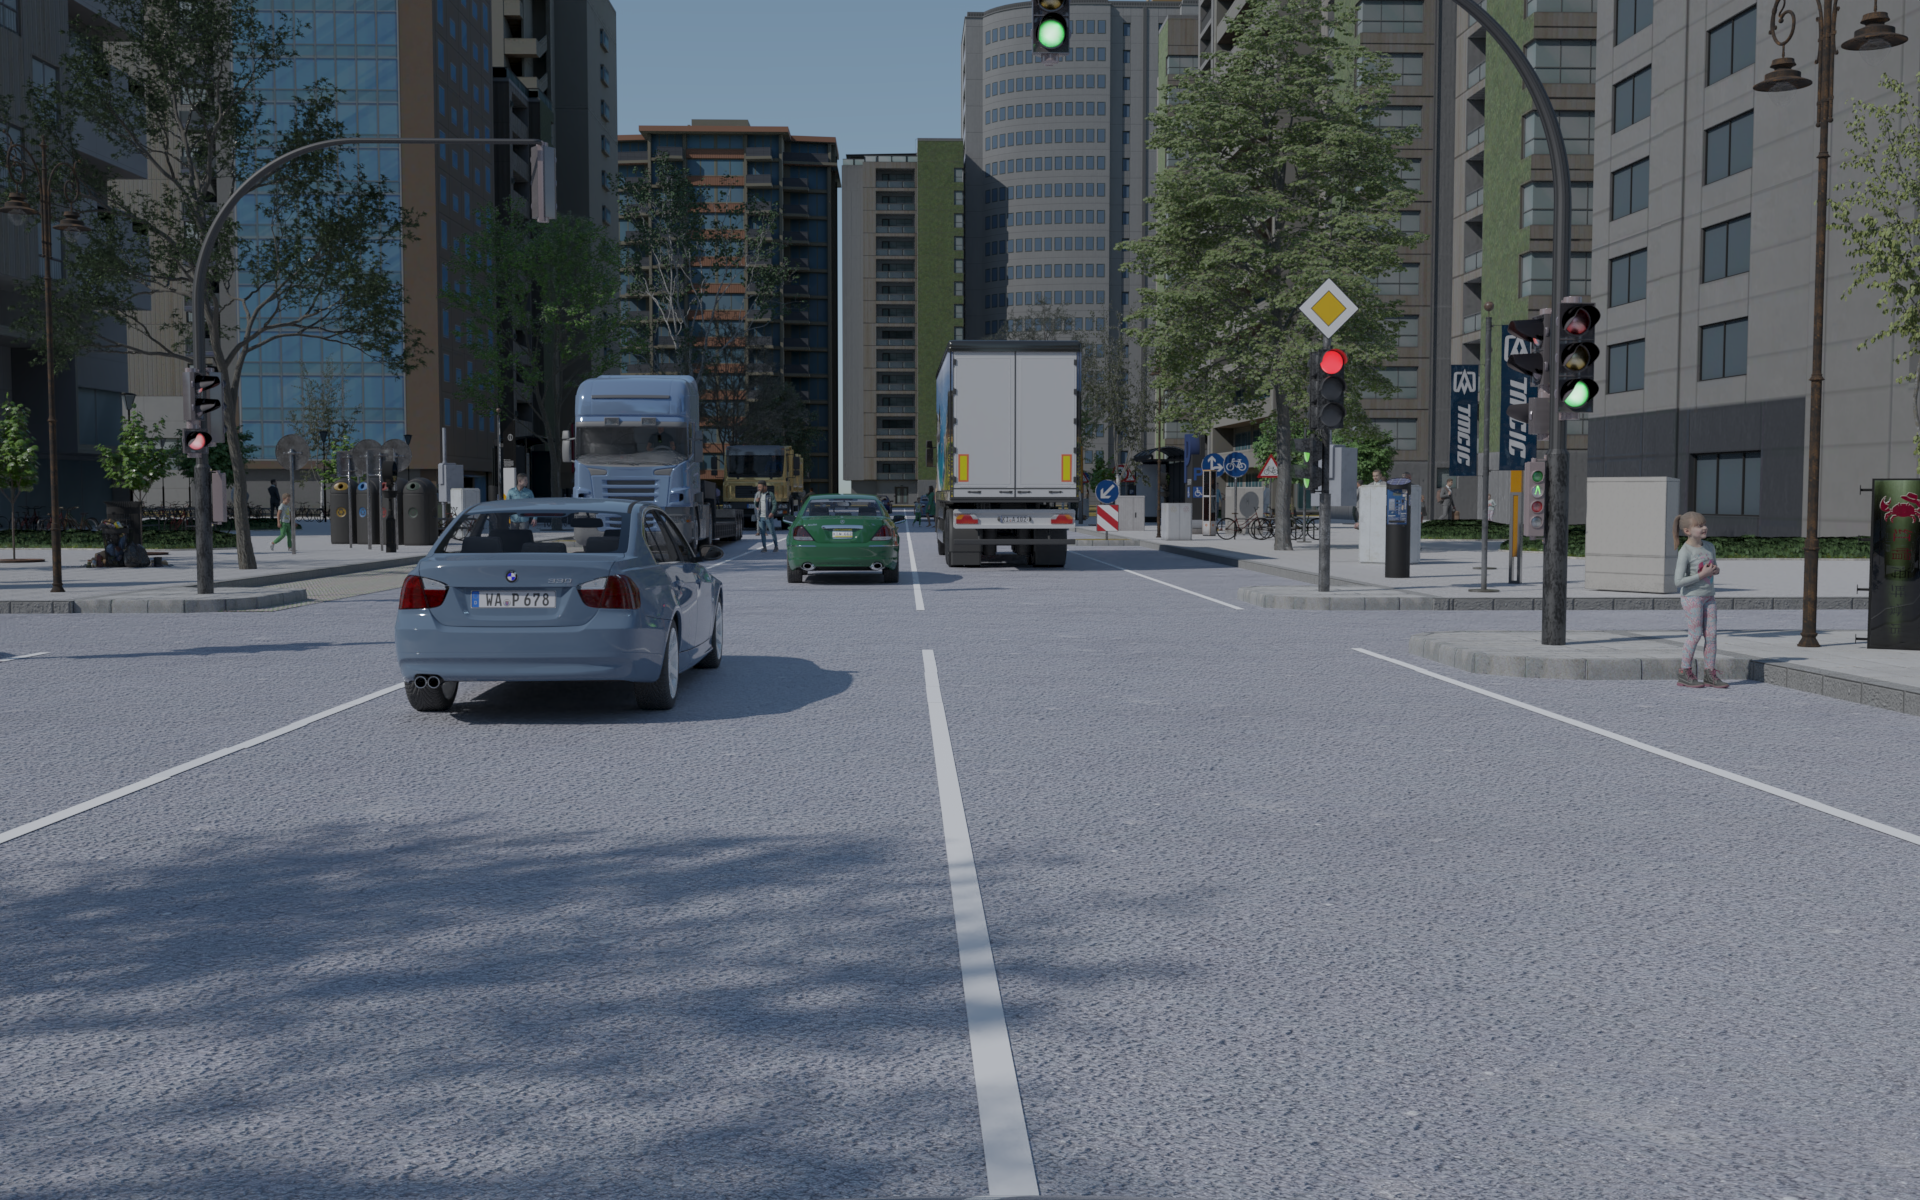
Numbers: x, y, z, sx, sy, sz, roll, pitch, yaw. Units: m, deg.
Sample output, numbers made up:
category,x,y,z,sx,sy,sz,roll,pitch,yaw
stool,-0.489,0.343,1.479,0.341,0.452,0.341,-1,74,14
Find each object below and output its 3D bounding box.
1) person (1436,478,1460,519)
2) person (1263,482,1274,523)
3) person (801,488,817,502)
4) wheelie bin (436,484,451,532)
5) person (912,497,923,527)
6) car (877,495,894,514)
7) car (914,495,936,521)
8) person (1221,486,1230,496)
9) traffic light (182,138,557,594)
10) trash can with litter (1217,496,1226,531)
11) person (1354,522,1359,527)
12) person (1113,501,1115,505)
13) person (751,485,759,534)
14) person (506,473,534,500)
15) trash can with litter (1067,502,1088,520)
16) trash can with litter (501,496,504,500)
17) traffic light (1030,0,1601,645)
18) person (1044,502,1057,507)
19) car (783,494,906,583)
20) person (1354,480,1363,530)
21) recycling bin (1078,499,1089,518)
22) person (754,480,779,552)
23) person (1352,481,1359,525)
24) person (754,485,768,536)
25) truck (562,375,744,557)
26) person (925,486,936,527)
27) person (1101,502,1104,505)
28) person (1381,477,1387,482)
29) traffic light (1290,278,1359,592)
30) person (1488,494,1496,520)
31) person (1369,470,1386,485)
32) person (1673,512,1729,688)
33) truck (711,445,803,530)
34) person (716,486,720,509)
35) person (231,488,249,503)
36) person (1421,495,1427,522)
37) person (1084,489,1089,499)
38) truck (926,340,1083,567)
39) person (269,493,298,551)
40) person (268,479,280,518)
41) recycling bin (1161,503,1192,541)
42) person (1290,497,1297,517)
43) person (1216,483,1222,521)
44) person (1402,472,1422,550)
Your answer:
category,x,y,z,sx,sy,sz,roll,pitch,yaw
person,17.194,-3.375,61.196,0.822,1.834,0.622,3,4,38
person,13.749,-4.369,77.349,0.818,1.842,0.514,0,4,7
person,-9.141,-6.010,106.778,1.348,1.821,0.705,-1,4,-9
wheelie bin,-16.574,-2.910,55.478,0.693,1.594,0.980,1,4,19
person,-1.849,-3.834,75.432,0.306,1.304,0.590,-3,5,-40
car,-5.897,-7.051,127.869,1.945,1.354,3.894,0,3,0
car,-1.468,-4.924,92.511,2.014,1.417,4.499,0,4,-1
person,14.957,-5.542,97.224,0.524,1.755,0.480,-1,4,-18
traffic light,-7.598,-2.911,22.262,4.771,5.953,1.251,0,4,-2
trash can with litter,9.071,-3.019,60.415,2.233,1.210,1.678,3,5,39
person,11.055,-2.099,45.857,1.012,1.151,0.738,3,5,43
person,9.611,-6.218,107.568,0.709,1.838,0.599,1,4,10
person,-7.192,-3.283,62.532,0.624,1.780,0.694,-3,5,-43
person,-8.656,-1.583,34.250,0.638,1.841,0.748,0,4,3
trash can with litter,5.756,-4.475,84.546,1.055,1.170,0.624,2,4,32
trash can with litter,-16.530,-3.223,63.753,2.233,1.210,1.678,1,4,22
traffic light,2.947,-2.434,14.464,4.771,5.953,1.251,0,4,-2
person,3.390,-3.412,64.647,0.716,1.782,0.532,-3,5,-40
car,-1.965,-1.074,29.354,2.131,1.459,4.920,0,4,-3
person,14.278,-3.385,61.669,0.678,1.792,0.850,-2,4,-31
recycling bin,6.581,-5.025,94.716,0.722,1.027,0.722,-3,5,-44
person,-4.788,-2.071,42.715,0.623,1.781,0.721,1,4,12
person,15.242,-3.663,66.281,0.601,1.785,0.444,2,4,28
person,-6.778,-3.127,59.725,0.635,1.810,0.391,-1,4,-17
truck,-7.462,-3.386,45.118,2.967,4.110,18.799,0,4,-3
person,-1.220,-4.004,74.213,0.529,1.795,0.600,0,4,-1
person,12.916,-9.215,156.715,1.348,1.824,0.705,0,4,2
person,12.943,-2.855,52.811,0.616,1.811,0.778,0,4,4
traffic light,4.767,-2.063,22.656,0.839,4.253,0.868,0,4,-2
person,19.589,-3.281,63.969,0.425,1.301,0.394,2,4,27
person,9.072,-1.917,37.508,0.709,1.813,0.853,3,5,40
person,5.502,-0.003,12.833,0.425,1.301,0.394,-3,5,-41
truck,-8.054,-4.605,71.222,3.469,3.379,9.791,0,4,-1
person,-16.257,-6.678,115.096,0.599,1.838,0.709,3,4,36
person,-26.974,-3.594,64.912,0.679,1.850,0.850,0,4,-3
person,17.949,-3.455,67.195,0.362,1.253,0.373,-2,4,-32
person,11.941,-9.578,163.356,0.721,1.735,1.217,2,4,24
truck,0.776,-2.953,37.194,2.839,4.237,11.283,0,4,-2
person,-15.191,-1.748,38.869,0.590,1.304,0.306,-1,4,-9
person,-28.543,-4.089,72.267,0.648,1.900,0.474,1,4,18
recycling bin,6.002,-2.167,47.977,0.722,1.027,0.722,0,4,-6
person,18.319,-5.465,95.610,0.699,1.804,1.509,2,4,29
person,12.337,-4.754,83.626,0.638,1.841,0.748,0,4,1
person,10.136,-2.001,39.156,0.661,1.777,0.834,-1,4,-11
